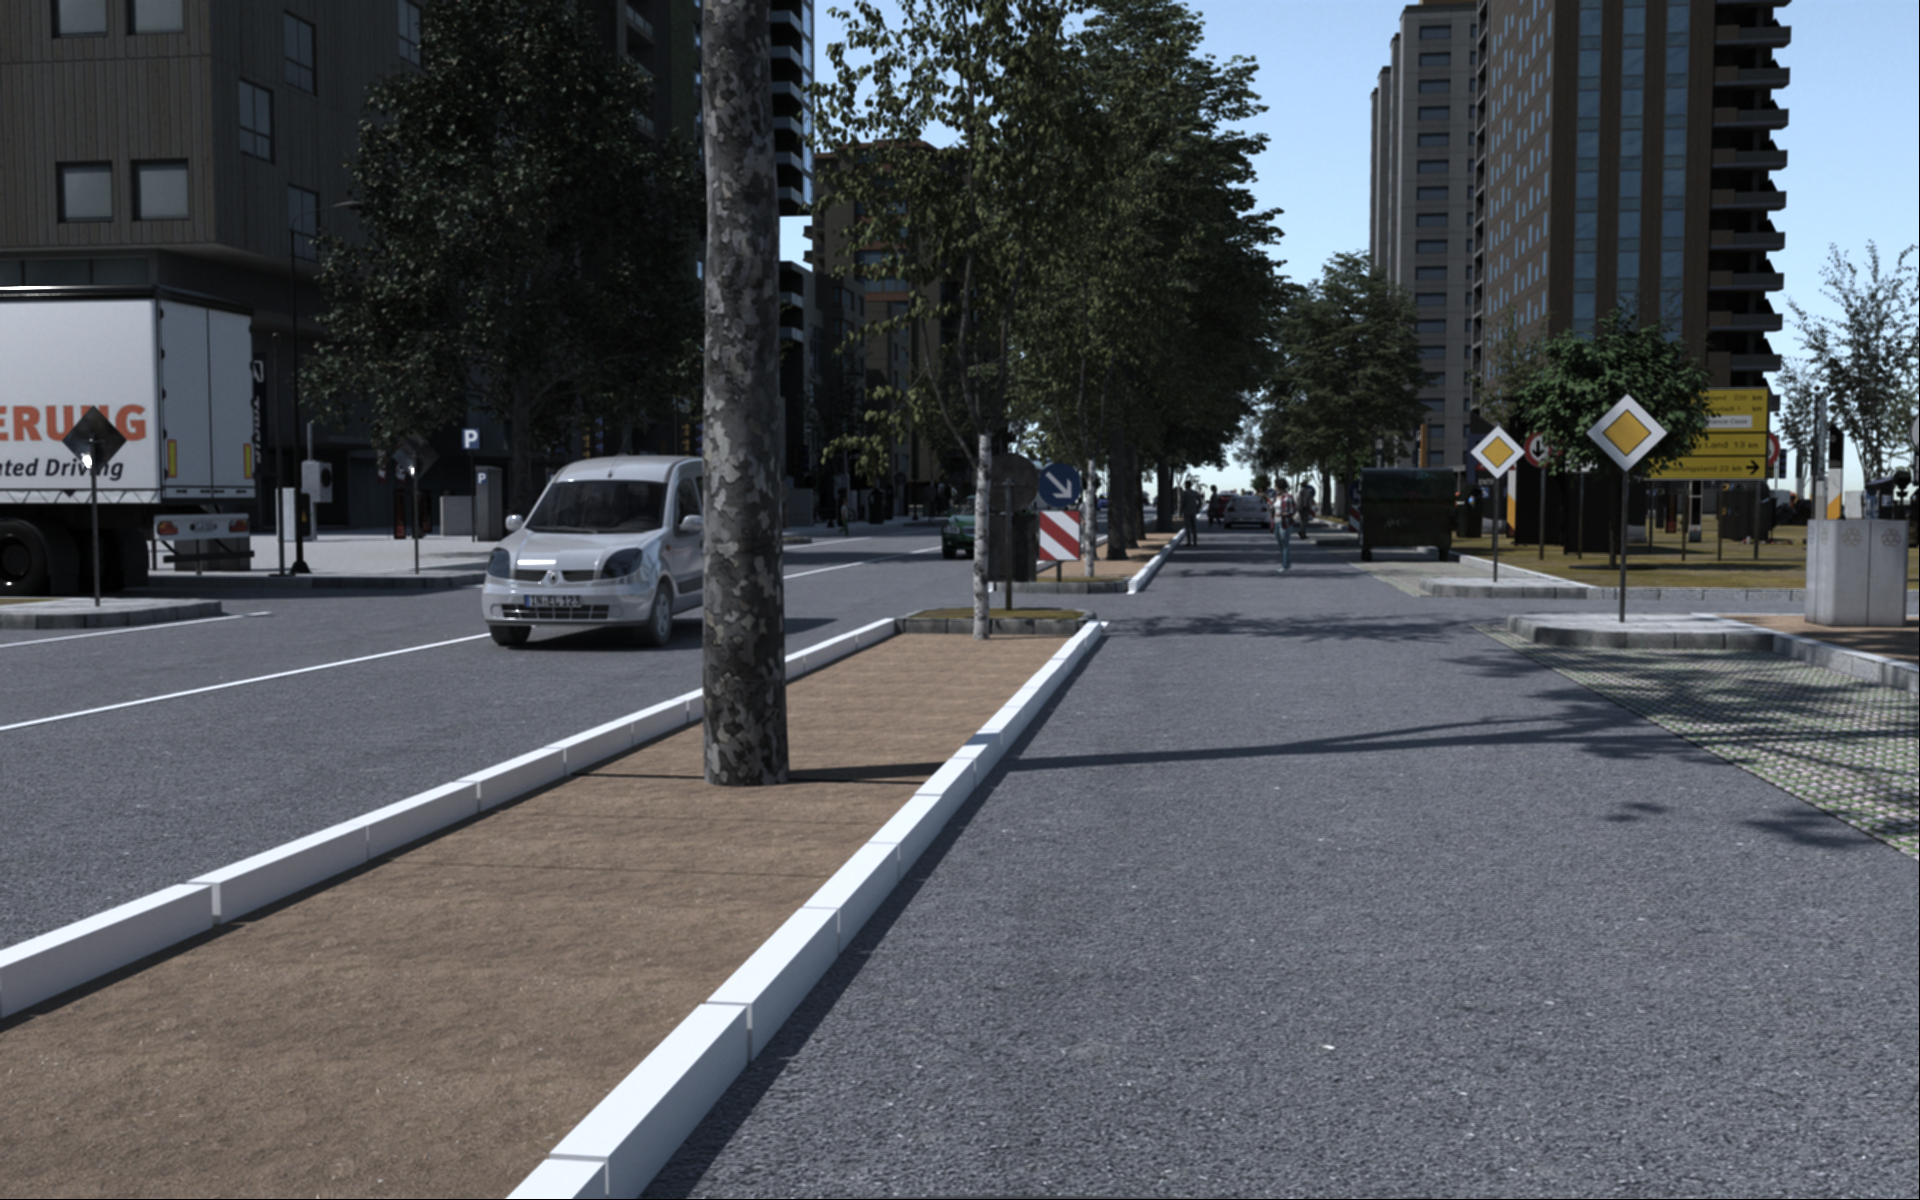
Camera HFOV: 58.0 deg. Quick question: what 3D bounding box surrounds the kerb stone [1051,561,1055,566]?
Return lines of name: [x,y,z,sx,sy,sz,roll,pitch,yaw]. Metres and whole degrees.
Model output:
kerb stone: [1.719,-0.733,34.198,0.120,0.150,1.000,1,4,8]

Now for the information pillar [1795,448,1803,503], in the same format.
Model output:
information pillar: [42.609,-5.907,87.928,0.504,3.616,0.183,-2,4,-34]

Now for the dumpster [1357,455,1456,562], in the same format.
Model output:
dumpster: [9.426,-1.939,36.656,1.985,2.255,1.502,1,4,9]

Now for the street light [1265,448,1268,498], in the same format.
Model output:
street light: [31.533,-12.381,174.967,1.470,5.913,1.316,1,4,8]

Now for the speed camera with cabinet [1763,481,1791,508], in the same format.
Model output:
speed camera with cabinet: [35.363,-4.980,75.761,2.038,3.252,0.660,-1,4,-22]

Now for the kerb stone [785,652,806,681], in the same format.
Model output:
kerb stone: [-1.377,0.543,13.311,0.120,0.150,1.000,1,4,8]

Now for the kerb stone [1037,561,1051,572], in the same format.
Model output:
kerb stone: [1.580,-0.670,33.181,0.120,0.150,1.000,1,4,8]

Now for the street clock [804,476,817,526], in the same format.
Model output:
street clock: [-5.962,-3.954,69.211,0.471,2.002,0.358,2,4,28]

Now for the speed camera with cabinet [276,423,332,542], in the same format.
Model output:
speed camera with cabinet: [-17.923,-3.242,47.348,0.660,3.252,2.038,0,4,8]

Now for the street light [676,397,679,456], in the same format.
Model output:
street light: [-7.190,-4.568,47.222,1.470,5.913,1.316,1,4,8]

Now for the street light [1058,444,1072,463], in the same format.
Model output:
street light: [9.711,-11.541,161.232,1.470,5.913,1.316,1,4,8]

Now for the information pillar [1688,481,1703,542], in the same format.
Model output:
information pillar: [19.638,-2.554,46.246,0.304,2.012,0.304,1,4,15]

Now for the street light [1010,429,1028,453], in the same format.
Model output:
street light: [4.092,-9.198,122.923,1.470,5.913,1.316,1,4,8]

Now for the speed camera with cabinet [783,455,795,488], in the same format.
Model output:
speed camera with cabinet: [-8.554,-5.647,86.658,0.660,3.252,2.038,-1,4,-8]

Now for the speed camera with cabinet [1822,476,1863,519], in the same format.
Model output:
speed camera with cabinet: [45.991,-5.851,90.003,2.038,3.252,0.660,3,4,37]

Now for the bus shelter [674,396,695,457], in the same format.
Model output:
bus shelter: [-8.891,-5.296,64.216,2.179,5.291,8.768,1,4,8]

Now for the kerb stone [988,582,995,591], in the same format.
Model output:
kerb stone: [0.509,-0.236,26.059,0.120,0.150,1.000,1,4,8]

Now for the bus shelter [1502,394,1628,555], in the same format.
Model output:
bus shelter: [13.683,-2.941,39.372,1.731,3.624,6.357,1,4,8]

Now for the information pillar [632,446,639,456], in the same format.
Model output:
information pillar: [-15.881,-5.705,84.634,0.183,3.616,0.504,3,4,36]

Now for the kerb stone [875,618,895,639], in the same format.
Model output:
kerb stone: [-0.781,0.296,17.363,0.120,0.150,1.000,1,4,8]

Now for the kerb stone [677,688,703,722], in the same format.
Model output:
kerb stone: [-1.672,0.668,11.286,0.120,0.150,1.000,1,4,8]

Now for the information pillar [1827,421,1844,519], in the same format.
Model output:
information pillar: [28.132,-3.934,55.679,0.183,3.616,0.504,-2,4,-25]

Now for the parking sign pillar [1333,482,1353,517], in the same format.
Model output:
parking sign pillar: [21.200,-6.506,94.845,1.447,3.967,1.447,-1,4,-19]

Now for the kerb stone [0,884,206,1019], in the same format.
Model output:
kerb stone: [-2.585,1.040,5.196,0.120,0.150,1.000,1,4,8]

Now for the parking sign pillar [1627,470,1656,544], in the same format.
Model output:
parking sign pillar: [17.151,-3.460,45.048,1.447,3.967,1.447,0,4,-2]

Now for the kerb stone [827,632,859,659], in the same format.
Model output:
kerb stone: [-1.083,0.420,15.336,0.120,0.150,1.000,1,4,8]

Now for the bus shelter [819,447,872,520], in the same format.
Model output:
bus shelter: [-5.723,-5.974,88.965,1.731,3.624,6.357,1,4,8]

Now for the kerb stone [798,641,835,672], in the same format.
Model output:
kerb stone: [-1.224,0.482,14.322,0.120,0.150,1.000,1,4,8]

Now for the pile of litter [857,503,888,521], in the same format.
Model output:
pile of litter: [-4.394,-4.139,81.638,1.719,0.858,1.176,0,4,-2]

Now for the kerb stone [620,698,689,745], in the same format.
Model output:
kerb stone: [-1.831,0.731,10.276,0.120,0.150,1.000,1,4,8]

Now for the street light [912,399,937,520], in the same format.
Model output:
street light: [-1.664,-6.869,84.845,1.470,5.913,1.316,1,4,8]

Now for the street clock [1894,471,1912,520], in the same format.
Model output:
street clock: [29.335,-3.020,53.947,0.471,2.002,0.358,0,4,-7]

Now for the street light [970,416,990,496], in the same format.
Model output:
street light: [1.183,-8.016,103.603,1.470,5.913,1.316,1,4,8]

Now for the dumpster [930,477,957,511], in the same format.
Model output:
dumpster: [-1.074,-5.995,100.519,1.502,2.255,1.985,1,4,8]

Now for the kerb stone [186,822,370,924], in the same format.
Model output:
kerb stone: [-2.429,0.977,6.223,0.120,0.150,1.000,1,4,8]

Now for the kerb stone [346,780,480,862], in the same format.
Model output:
kerb stone: [-2.286,0.919,7.236,0.120,0.150,1.000,1,4,8]

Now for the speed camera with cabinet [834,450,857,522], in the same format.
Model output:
speed camera with cabinet: [-5.229,-5.187,79.147,0.660,3.252,2.038,1,4,12]

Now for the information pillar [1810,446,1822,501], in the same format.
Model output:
information pillar: [38.317,-5.268,77.479,0.504,3.616,0.183,1,4,20]

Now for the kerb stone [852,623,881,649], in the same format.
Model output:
kerb stone: [-0.924,0.358,16.350,0.120,0.150,1.000,1,4,8]

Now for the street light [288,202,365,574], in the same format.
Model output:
street light: [-10.143,-3.377,27.757,1.470,5.913,1.316,1,4,8]

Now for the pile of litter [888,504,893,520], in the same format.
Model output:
pile of litter: [-3.935,-4.379,85.567,1.176,0.858,1.719,2,4,32]

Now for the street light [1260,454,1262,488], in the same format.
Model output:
street light: [35.173,-13.877,199.421,1.470,5.913,1.316,1,4,8]

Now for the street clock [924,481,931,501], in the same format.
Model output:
street clock: [-1.820,-5.782,99.104,0.471,2.002,0.358,-1,4,-13]

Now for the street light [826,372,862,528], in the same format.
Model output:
street light: [-4.409,-5.718,66.031,1.470,5.913,1.316,1,4,8]

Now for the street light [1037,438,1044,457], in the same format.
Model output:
street light: [6.867,-10.348,141.733,1.470,5.913,1.316,1,4,8]

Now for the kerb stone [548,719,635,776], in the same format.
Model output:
kerb stone: [-1.979,0.791,9.264,0.120,0.150,1.000,1,4,8]

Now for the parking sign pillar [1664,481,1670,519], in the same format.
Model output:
parking sign pillar: [36.642,-6.254,90.731,1.447,3.967,1.447,-3,4,-38]

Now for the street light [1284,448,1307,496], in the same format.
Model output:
street light: [23.143,-8.920,118.388,1.470,5.913,1.316,1,4,8]

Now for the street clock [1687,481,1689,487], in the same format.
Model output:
street clock: [28.715,-3.878,67.970,0.471,2.002,0.358,-2,4,-27]

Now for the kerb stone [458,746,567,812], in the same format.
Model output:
kerb stone: [-2.131,0.855,8.250,0.120,0.150,1.000,1,4,8]

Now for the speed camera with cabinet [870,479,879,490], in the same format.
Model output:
speed camera with cabinet: [-5.753,-6.617,102.528,2.038,3.252,0.660,2,4,35]

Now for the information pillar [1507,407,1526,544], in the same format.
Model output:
information pillar: [14.250,-3.239,44.313,0.183,3.616,0.504,-2,4,-33]

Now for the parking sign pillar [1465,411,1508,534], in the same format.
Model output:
parking sign pillar: [16.938,-4.110,55.663,1.447,3.967,1.447,3,5,43]
